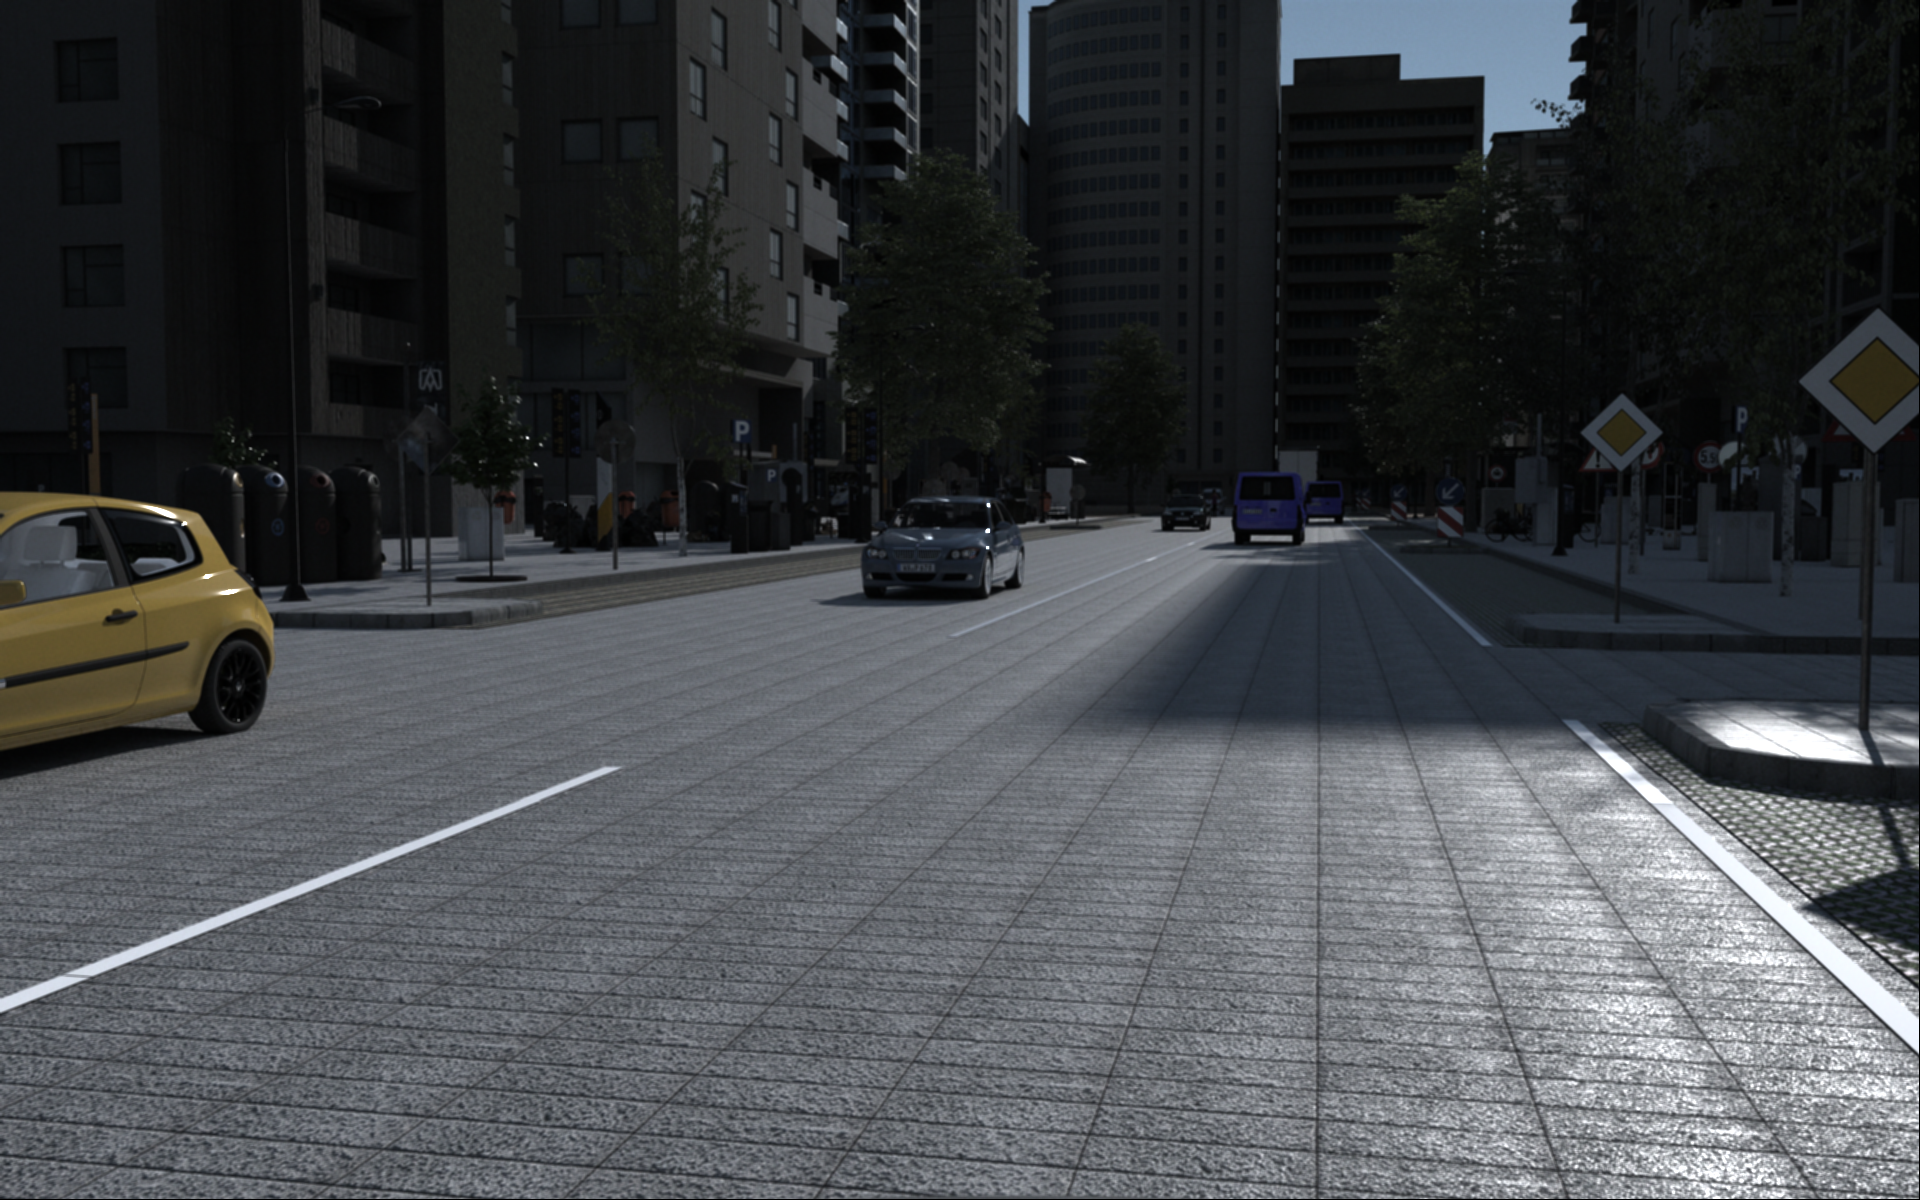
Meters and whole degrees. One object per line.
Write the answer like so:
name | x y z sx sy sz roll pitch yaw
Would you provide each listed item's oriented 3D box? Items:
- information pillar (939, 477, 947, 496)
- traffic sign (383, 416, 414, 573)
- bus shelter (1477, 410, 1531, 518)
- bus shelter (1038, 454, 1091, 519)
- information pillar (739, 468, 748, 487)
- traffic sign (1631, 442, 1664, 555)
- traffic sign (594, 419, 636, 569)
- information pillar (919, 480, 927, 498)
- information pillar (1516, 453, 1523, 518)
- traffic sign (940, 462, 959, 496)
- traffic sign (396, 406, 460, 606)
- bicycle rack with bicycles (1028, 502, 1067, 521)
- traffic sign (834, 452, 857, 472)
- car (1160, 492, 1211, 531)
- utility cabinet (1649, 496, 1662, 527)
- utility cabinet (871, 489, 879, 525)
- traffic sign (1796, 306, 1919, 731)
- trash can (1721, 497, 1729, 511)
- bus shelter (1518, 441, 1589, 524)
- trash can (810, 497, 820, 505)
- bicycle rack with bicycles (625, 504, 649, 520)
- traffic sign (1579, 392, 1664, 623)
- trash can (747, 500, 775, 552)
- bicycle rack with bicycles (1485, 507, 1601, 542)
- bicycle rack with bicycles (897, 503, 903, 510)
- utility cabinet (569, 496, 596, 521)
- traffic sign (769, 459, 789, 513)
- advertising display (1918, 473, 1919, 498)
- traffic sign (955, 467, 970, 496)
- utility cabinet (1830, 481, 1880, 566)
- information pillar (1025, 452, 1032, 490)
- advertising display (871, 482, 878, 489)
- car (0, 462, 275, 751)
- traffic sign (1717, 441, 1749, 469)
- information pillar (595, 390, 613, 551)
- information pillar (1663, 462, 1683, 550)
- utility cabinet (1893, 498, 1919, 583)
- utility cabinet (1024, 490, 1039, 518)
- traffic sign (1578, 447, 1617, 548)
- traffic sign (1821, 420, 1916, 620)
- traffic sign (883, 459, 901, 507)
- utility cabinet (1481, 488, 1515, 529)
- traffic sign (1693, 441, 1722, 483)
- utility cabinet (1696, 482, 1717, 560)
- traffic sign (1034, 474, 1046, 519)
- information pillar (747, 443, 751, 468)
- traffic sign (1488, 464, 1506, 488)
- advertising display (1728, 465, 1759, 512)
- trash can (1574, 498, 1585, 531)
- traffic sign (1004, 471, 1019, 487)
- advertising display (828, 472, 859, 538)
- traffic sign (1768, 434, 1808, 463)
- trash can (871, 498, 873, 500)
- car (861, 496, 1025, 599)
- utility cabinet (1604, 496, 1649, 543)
information pillar | -0.726 -4.172 72.711 0.304 2.012 0.304 1 4 10
traffic sign | -9.064 -1.715 28.148 0.768 2.556 0.104 1 4 19
bus shelter | 25.081 -6.293 80.523 2.179 5.291 8.768 1 4 12
bus shelter | 5.536 -5.944 91.107 2.014 3.302 5.546 1 4 12
information pillar | -6.160 -2.767 49.727 0.304 2.012 0.304 1 4 11
traffic sign | 14.269 -2.206 36.168 0.768 2.556 0.104 1 4 16
traffic sign | -5.866 -1.793 29.416 0.768 2.556 0.104 1 4 14
information pillar | -1.919 -5.202 89.546 0.304 2.012 0.304 2 4 29
information pillar | 27.772 -5.787 85.966 0.504 3.616 0.183 -3 4 -37
traffic sign | -0.424 -4.141 67.805 0.768 2.556 0.104 1 4 14
traffic sign | -6.087 -0.989 19.805 0.795 2.450 0.064 1 4 12
bicycle rack with bicycles | 3.769 -4.312 83.887 2.852 0.926 2.925 3 4 36
traffic sign | -3.484 -3.214 52.555 0.884 2.594 0.081 1 4 15
car | 8.962 -3.592 68.515 2.009 1.686 4.222 1 4 12
utility cabinet | 27.192 -3.421 67.091 0.306 1.237 1.020 -3 4 -39
utility cabinet | -3.711 -3.780 70.487 0.318 1.500 1.173 -3 5 -43
traffic sign | 4.911 -0.349 9.354 0.795 2.450 0.064 1 4 12
trash can | 36.537 -4.318 82.258 0.748 1.137 0.748 0 3 0
bus shelter | 23.586 -4.596 69.065 2.014 3.302 5.546 1 4 12
trash can | -6.699 -4.087 78.482 0.748 1.137 0.748 0 3 0
bicycle rack with bicycles | -11.510 -3.202 65.735 2.925 0.926 2.852 -1 4 -13
traffic sign | 6.535 -0.828 17.173 0.795 2.450 0.064 1 4 12
trash can | -4.510 -1.654 38.691 0.748 1.137 0.748 0 3 0
bicycle rack with bicycles | 15.799 -2.049 46.885 2.925 0.926 2.852 1 4 20
bicycle rack with bicycles | -1.516 -3.786 75.284 2.852 0.926 2.925 1 4 23
utility cabinet | -14.174 -3.291 64.963 1.020 1.237 0.306 -3 5 -42
traffic sign | -5.216 -2.929 50.014 0.606 2.300 0.079 1 4 14
advertising display | 27.428 -2.653 48.598 0.974 1.923 0.123 3 5 40
traffic sign | 0.081 -5.029 82.324 0.768 2.556 0.104 1 4 17
utility cabinet | 15.826 -1.343 30.632 1.173 1.500 0.318 -3 4 -39
information pillar | 3.700 -6.266 93.799 0.504 3.616 0.183 3 5 40
advertising display | -4.746 -5.412 93.700 0.123 1.923 0.974 2 4 28
car | -5.421 0.063 9.190 2.015 1.641 3.980 1 4 12
traffic sign | 18.539 -2.532 41.496 0.768 2.556 0.104 1 4 21
information pillar | -7.984 -2.906 38.862 0.504 3.616 0.183 3 5 44
information pillar | 16.378 -2.159 39.798 0.304 2.012 0.304 3 5 45
utility cabinet | 14.154 -0.855 25.144 1.020 1.237 0.306 0 4 5
utility cabinet | 3.689 -5.169 93.184 1.173 1.500 0.318 -1 4 -17
traffic sign | 15.264 -2.537 41.480 0.884 2.594 0.081 1 4 19
traffic sign | 9.202 -1.076 17.595 0.884 2.594 0.081 1 4 13
traffic sign | -2.540 -3.879 63.532 0.768 2.556 0.104 1 4 15
utility cabinet | 19.717 -3.351 63.466 1.173 1.500 0.318 -1 4 -10
traffic sign | 18.079 -2.551 41.822 0.768 2.556 0.104 1 4 13
utility cabinet | 14.447 -1.518 33.491 0.318 1.500 1.173 1 4 21
traffic sign | 4.057 -5.245 87.892 0.606 2.300 0.079 1 4 17
information pillar | -8.857 -4.976 72.707 0.183 3.616 0.504 -1 4 -20
traffic sign | 22.937 -4.521 74.024 0.768 2.556 0.104 1 4 15
advertising display | 17.270 -1.998 37.874 0.123 1.923 0.974 -2 4 -30
trash can | 20.168 -2.777 57.056 0.748 1.137 0.748 0 3 0
traffic sign | 2.586 -5.261 87.203 0.795 2.450 0.064 1 4 16
advertising display | -3.366 -2.751 50.194 0.974 1.923 0.123 2 4 26
traffic sign | 17.177 -2.197 36.033 0.768 2.556 0.104 1 4 16
trash can | -3.295 -2.852 58.288 0.748 1.137 0.748 0 3 0
car | -0.158 -0.815 25.320 2.014 1.417 4.499 1 4 11
utility cabinet | 17.647 -2.131 46.000 1.020 1.237 0.306 1 4 11
